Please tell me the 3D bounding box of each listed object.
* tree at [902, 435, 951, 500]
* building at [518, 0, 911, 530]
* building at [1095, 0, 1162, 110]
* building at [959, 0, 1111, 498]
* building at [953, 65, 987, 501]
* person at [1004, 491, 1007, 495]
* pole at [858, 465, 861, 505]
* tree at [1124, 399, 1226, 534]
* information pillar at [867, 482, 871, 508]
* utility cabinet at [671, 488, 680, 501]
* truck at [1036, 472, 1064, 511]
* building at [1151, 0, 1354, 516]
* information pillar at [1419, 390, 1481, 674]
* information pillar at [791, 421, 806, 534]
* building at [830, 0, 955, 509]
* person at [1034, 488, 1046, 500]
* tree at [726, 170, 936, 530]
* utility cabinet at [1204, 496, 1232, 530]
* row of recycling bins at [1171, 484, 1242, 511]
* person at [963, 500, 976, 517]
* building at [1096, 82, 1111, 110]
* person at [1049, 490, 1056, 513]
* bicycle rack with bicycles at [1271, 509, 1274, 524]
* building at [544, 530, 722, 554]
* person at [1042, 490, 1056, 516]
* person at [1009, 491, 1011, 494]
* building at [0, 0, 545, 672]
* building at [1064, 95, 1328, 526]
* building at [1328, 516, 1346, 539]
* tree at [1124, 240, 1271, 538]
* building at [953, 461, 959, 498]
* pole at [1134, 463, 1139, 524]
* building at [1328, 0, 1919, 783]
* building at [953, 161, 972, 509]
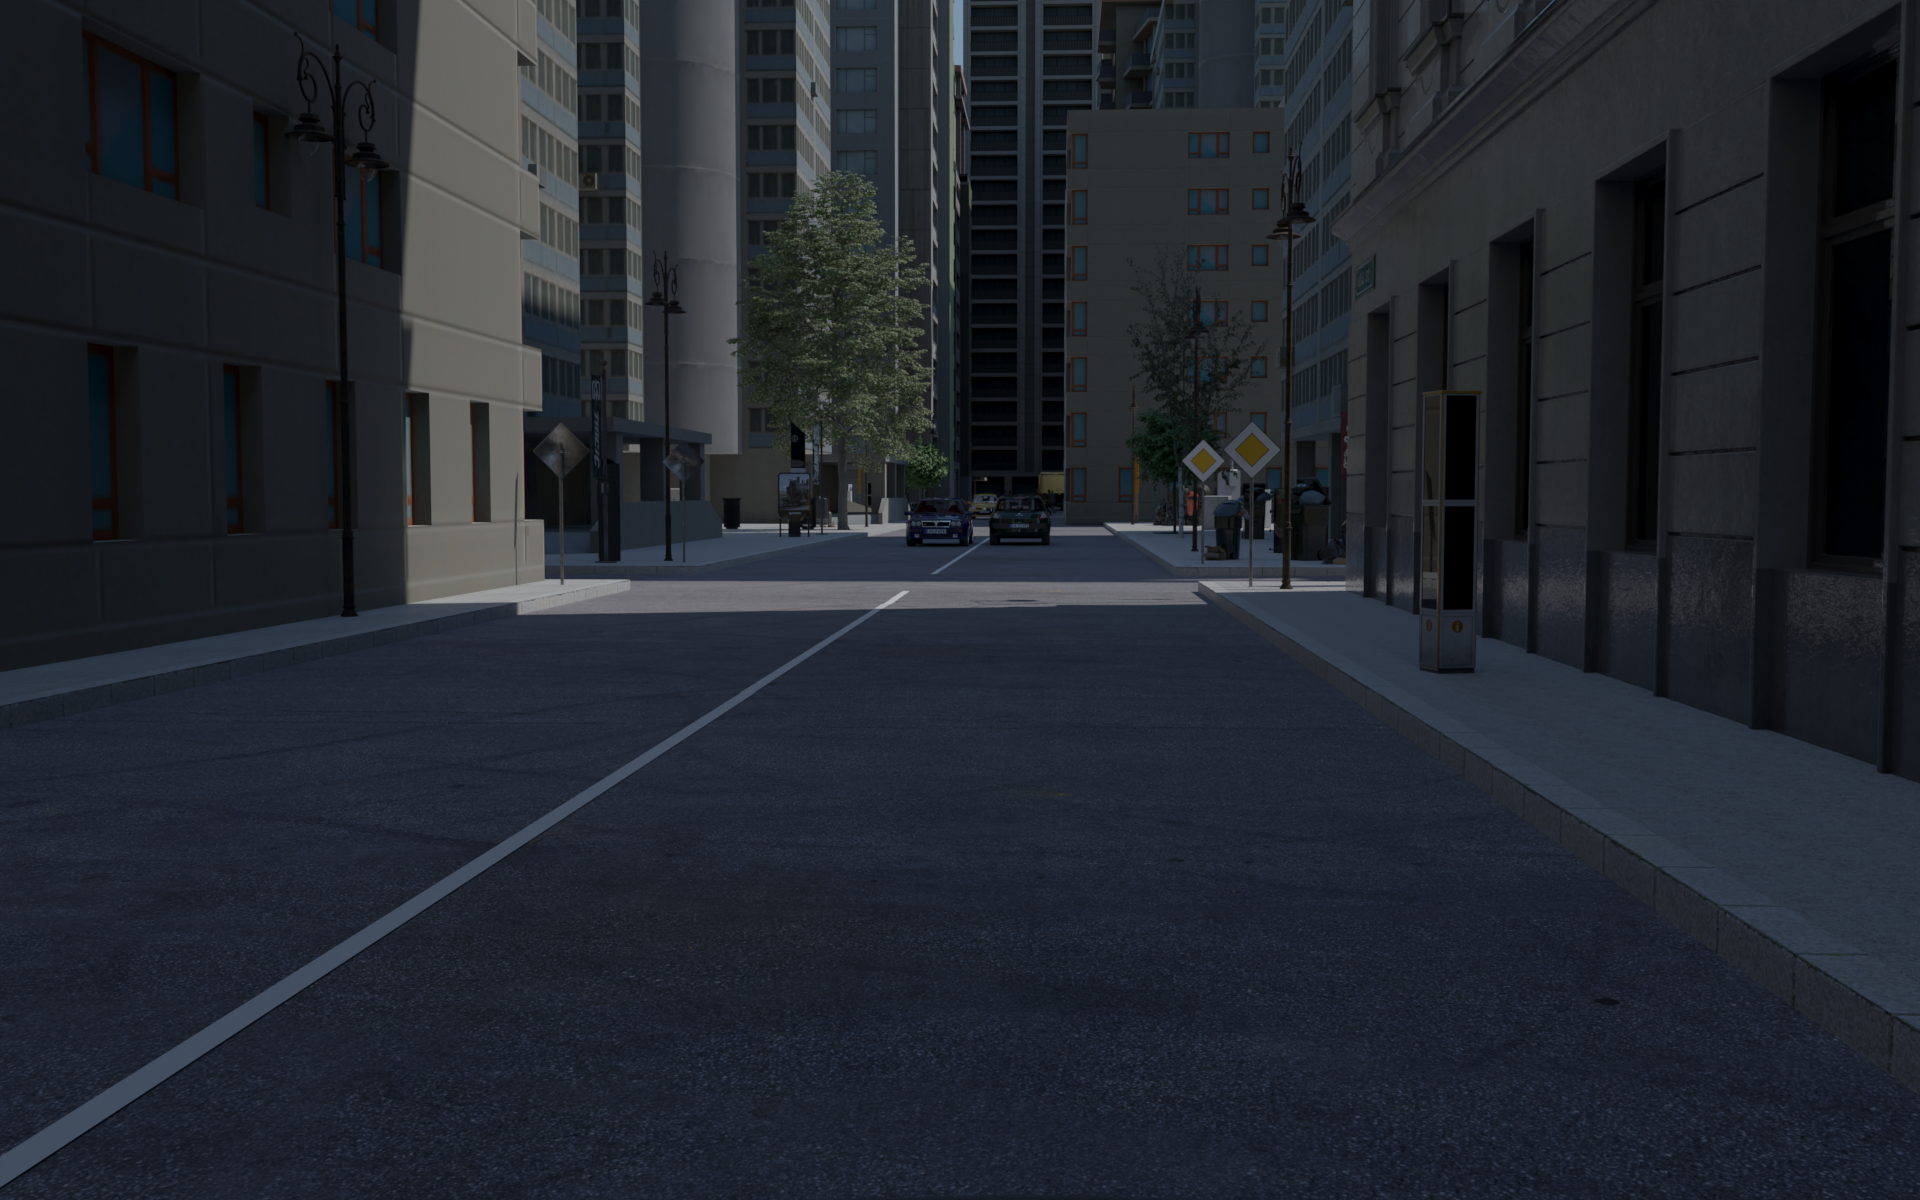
[{"bbox_3d":[-2.197,-6.884,96.259,4.285,4.588,4.351,0,3,0],"label":"tree"},{"bbox_3d":[-18.960,-23.725,79.784,32.217,40.220,23.993,0,4,3],"label":"building"},{"bbox_3d":[23.036,-30.431,152.169,22.147,44.769,28.867,0,4,3],"label":"building"},{"bbox_3d":[11.070,-46.527,198.965,20.611,71.187,20.563,0,4,3],"label":"building"},{"bbox_3d":[-12.176,-31.709,173.068,28.867,44.769,22.147,0,4,3],"label":"building"},{"bbox_3d":[4.418,-9.820,169.767,1.217,1.736,0.721,2,4,29],"label":"person"},{"bbox_3d":[-5.618,-6.309,96.999,0.158,3.312,0.155,0,3,0],"label":"pole"},{"bbox_3d":[6.987,-4.441,56.320,4.285,4.588,4.351,0,3,0],"label":"tree"},{"bbox_3d":[-5.471,-6.129,104.708,0.304,2.012,0.304,0,4,-5],"label":"information pillar"},{"bbox_3d":[-11.248,-3.631,68.045,1.173,1.500,0.318,1,4,20],"label":"utility cabinet"},{"bbox_3d":[8.188,-9.410,149.779,3.469,3.379,9.791,0,4,4],"label":"truck"},{"bbox_3d":[26.661,-26.491,125.010,32.217,40.220,23.993,0,4,3],"label":"building"},{"bbox_3d":[3.518,-0.487,12.455,0.304,2.012,0.304,-1,4,-12],"label":"information pillar"},{"bbox_3d":[-5.201,-3.926,55.549,0.504,3.616,0.183,1,4,16],"label":"information pillar"},{"bbox_3d":[-7.788,-26.356,114.520,14.154,41.232,14.086,0,4,3],"label":"building"},{"bbox_3d":[5.480,-6.953,122.141,1.348,1.831,0.705,1,4,19],"label":"person"},{"bbox_3d":[-4.599,-8.775,61.604,7.486,12.596,7.792,0,3,0],"label":"tree"},{"bbox_3d":[9.188,-3.106,61.948,1.020,1.237,0.306,3,4,36],"label":"utility cabinet"},{"bbox_3d":[10.540,-3.981,72.202,3.534,1.692,1.069,1,4,11],"label":"row of recycling bins"},{"bbox_3d":[0.164,-3.948,78.542,0.738,1.151,1.012,-2,4,-32],"label":"person"},{"bbox_3d":[20.614,-30.018,174.385,14.154,41.232,14.086,0,4,3],"label":"building"},{"bbox_3d":[6.895,-7.333,129.307,0.541,1.710,0.530,1,4,16],"label":"person"},{"bbox_3d":[12.823,-3.789,75.325,2.852,0.926,2.925,-2,4,-29],"label":"bicycle rack with bicycles"},{"bbox_3d":[-23.494,-21.533,43.941,32.217,40.220,23.993,0,4,3],"label":"building"},{"bbox_3d":[5.857,-6.470,115.006,1.217,1.735,0.721,-2,4,-27],"label":"person"},{"bbox_3d":[4.415,-8.630,150.279,0.721,1.739,1.217,-3,5,-43],"label":"person"},{"bbox_3d":[-21.362,-10.214,12.043,28.899,21.520,27.650,0,4,3],"label":"building"},{"bbox_3d":[19.445,-15.100,91.927,27.650,21.520,28.899,0,4,3],"label":"building"},{"bbox_3d":[21.589,-21.640,45.702,23.993,40.220,32.217,0,4,3],"label":"building"},{"bbox_3d":[6.523,-6.093,49.981,4.360,8.622,3.978,0,3,0],"label":"tree"},{"bbox_3d":[-10.493,-42.383,131.214,20.563,71.187,20.611,0,4,3],"label":"building"},{"bbox_3d":[7.674,-4.975,75.179,0.158,3.312,0.155,0,3,0],"label":"pole"},{"bbox_3d":[11.781,-13.693,0.299,17.030,29.872,44.131,0,4,3],"label":"building"},{"bbox_3d":[-6.336,-23.151,150.218,14.160,30.474,14.107,0,4,3],"label":"building"}]
